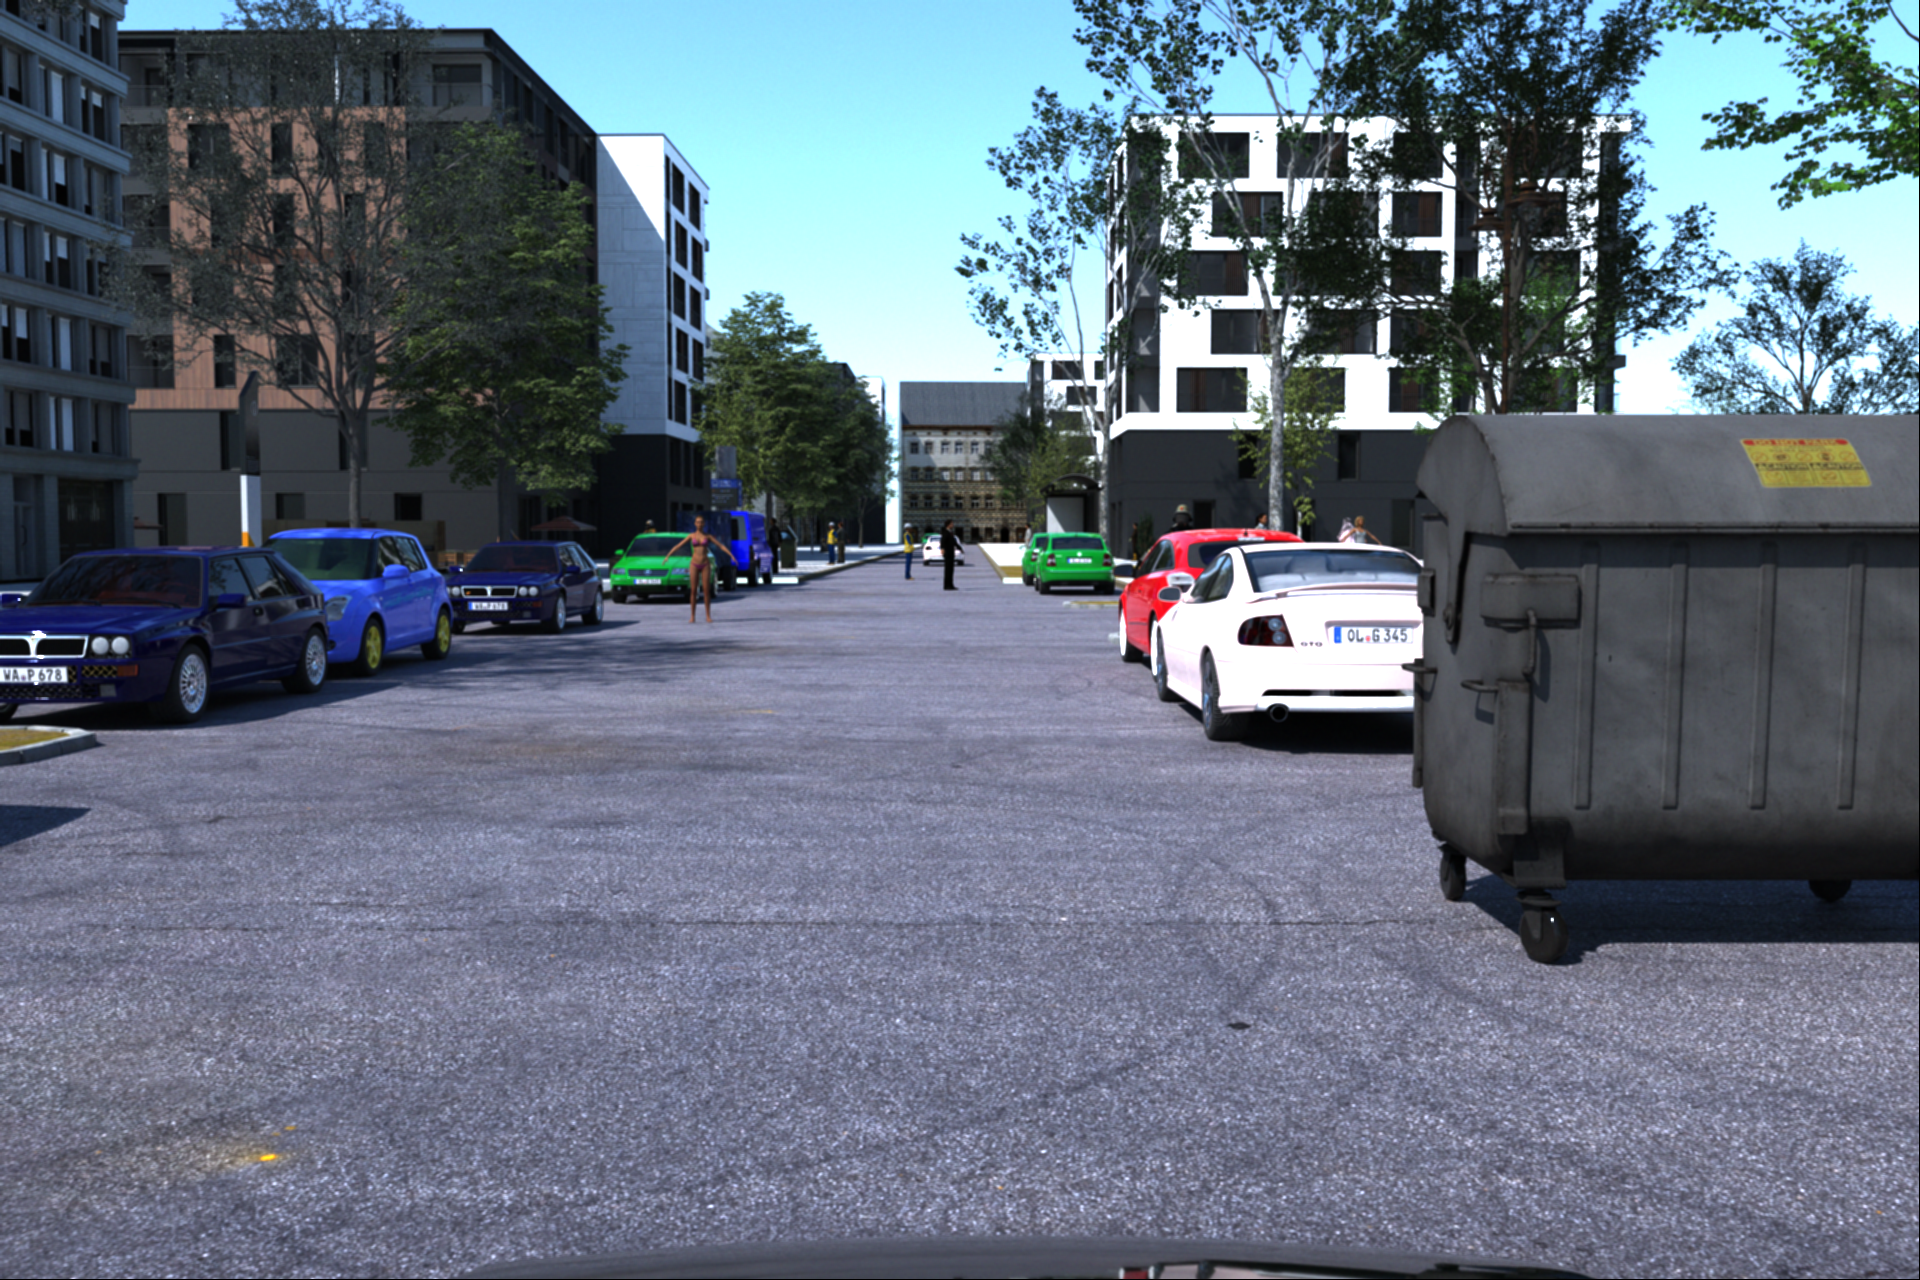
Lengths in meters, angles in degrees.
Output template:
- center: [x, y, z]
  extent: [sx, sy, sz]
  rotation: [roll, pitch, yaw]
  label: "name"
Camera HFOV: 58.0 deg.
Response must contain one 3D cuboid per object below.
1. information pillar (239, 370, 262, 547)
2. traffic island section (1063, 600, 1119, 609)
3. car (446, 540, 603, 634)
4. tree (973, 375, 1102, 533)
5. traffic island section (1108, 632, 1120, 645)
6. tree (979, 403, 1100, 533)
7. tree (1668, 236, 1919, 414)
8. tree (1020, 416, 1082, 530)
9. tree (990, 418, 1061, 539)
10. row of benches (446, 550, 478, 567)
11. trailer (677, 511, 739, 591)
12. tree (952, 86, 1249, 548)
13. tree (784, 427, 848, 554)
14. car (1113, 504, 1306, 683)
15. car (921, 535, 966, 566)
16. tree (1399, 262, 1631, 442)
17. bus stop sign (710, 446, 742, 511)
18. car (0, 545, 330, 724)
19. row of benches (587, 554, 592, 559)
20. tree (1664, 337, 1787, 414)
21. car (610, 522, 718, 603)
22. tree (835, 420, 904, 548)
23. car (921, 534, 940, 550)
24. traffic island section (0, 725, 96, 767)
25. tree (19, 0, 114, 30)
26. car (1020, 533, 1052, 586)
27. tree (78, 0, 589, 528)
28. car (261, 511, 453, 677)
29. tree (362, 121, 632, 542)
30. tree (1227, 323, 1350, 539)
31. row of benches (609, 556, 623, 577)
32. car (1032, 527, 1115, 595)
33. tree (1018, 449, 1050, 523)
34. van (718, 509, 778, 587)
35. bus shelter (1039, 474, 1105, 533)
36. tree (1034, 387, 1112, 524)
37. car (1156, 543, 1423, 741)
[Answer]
- center: [-10.061, -2.033, 24.594]
  extent: [0.183, 3.616, 0.504]
  rotation: [0, 4, 1]
  label: "information pillar"
- center: [3.037, -0.687, 34.097]
  extent: [1.991, 0.108, 1.994]
  rotation: [0, 3, 0]
  label: "traffic island section"
- center: [-6.569, -0.828, 26.110]
  extent: [1.945, 1.354, 3.894]
  rotation: [0, 4, 1]
  label: "car"
- center: [6.179, -13.693, 134.254]
  extent: [12.009, 13.543, 11.850]
  rotation: [0, 3, 0]
  label: "tree"
- center: [2.992, -0.010, 23.022]
  extent: [1.991, 0.108, 1.994]
  rotation: [0, 3, 0]
  label: "traffic island section"
- center: [5.861, -11.532, 122.968]
  extent: [8.767, 10.594, 7.601]
  rotation: [-1, 4, -18]
  label: "tree"
- center: [26.804, -7.299, 53.744]
  extent: [8.767, 10.594, 7.601]
  rotation: [0, 4, 3]
  label: "tree"
- center: [5.848, -9.684, 108.693]
  extent: [4.737, 8.622, 4.395]
  rotation: [0, 3, 0]
  label: "tree"
- center: [6.417, -13.920, 153.349]
  extent: [9.928, 11.665, 9.643]
  rotation: [0, 3, 0]
  label: "tree"
- center: [-18.904, -3.214, 68.014]
  extent: [4.104, 0.672, 1.422]
  rotation: [1, 4, 22]
  label: "row of benches"
- center: [-6.438, -2.204, 43.082]
  extent: [1.471, 1.999, 3.904]
  rotation: [0, 4, 0]
  label: "trailer"
- center: [5.673, -13.290, 73.187]
  extent: [12.611, 20.169, 13.585]
  rotation: [0, 3, 0]
  label: "tree"
- center: [-9.335, -9.767, 110.054]
  extent: [4.737, 8.622, 4.395]
  rotation: [0, 3, 0]
  label: "tree"
- center: [2.723, -0.554, 18.105]
  extent: [2.155, 1.783, 4.494]
  rotation: [0, 4, -1]
  label: "car"
- center: [-0.760, -4.102, 79.422]
  extent: [2.083, 1.381, 4.827]
  rotation: [0, 4, -1]
  label: "car"
- center: [20.416, -8.469, 64.217]
  extent: [9.928, 11.665, 9.643]
  rotation: [0, 3, 0]
  label: "tree"
- center: [-6.999, -3.845, 51.880]
  extent: [0.837, 3.901, 0.837]
  rotation: [0, 4, 1]
  label: "bus stop sign"
- center: [-6.650, -0.105, 14.295]
  extent: [1.945, 1.354, 3.894]
  rotation: [0, 4, 0]
  label: "car"
- center: [-11.809, -2.322, 53.423]
  extent: [1.422, 0.672, 4.104]
  rotation: [0, 4, -7]
  label: "row of benches"
- center: [28.262, -7.036, 65.396]
  extent: [4.360, 8.622, 3.978]
  rotation: [0, 3, 0]
  label: "tree"
- center: [-6.318, -1.741, 37.263]
  extent: [1.959, 1.807, 4.718]
  rotation: [0, 4, 0]
  label: "car"
- center: [-8.924, -14.113, 156.501]
  extent: [9.928, 11.665, 9.643]
  rotation: [0, 3, 0]
  label: "tree"
- center: [-2.487, -8.946, 155.059]
  extent: [1.959, 1.807, 4.718]
  rotation: [0, 3, 0]
  label: "car"
- center: [-6.823, 0.713, 11.206]
  extent: [1.991, 0.108, 1.994]
  rotation: [0, 4, 1]
  label: "traffic island section"
- center: [-12.346, -6.320, 13.710]
  extent: [12.009, 13.543, 11.850]
  rotation: [0, 3, 0]
  label: "tree"
- center: [2.695, -2.478, 49.317]
  extent: [1.959, 1.807, 4.718]
  rotation: [0, 4, 0]
  label: "car"
- center: [-12.884, -7.716, 36.531]
  extent: [12.009, 13.543, 11.850]
  rotation: [0, 3, 0]
  label: "tree"
- center: [-6.723, -0.545, 18.510]
  extent: [1.945, 1.707, 3.694]
  rotation: [0, 3, 0]
  label: "car"
- center: [-13.260, -7.988, 48.730]
  extent: [7.486, 12.596, 7.792]
  rotation: [0, 3, 0]
  label: "tree"
- center: [11.434, -6.652, 59.122]
  extent: [4.737, 8.622, 4.395]
  rotation: [0, 3, 0]
  label: "tree"
- center: [-10.153, -2.317, 53.341]
  extent: [1.422, 0.672, 4.104]
  rotation: [0, 4, -1]
  label: "row of benches"
- center: [2.757, -2.046, 42.255]
  extent: [1.959, 1.807, 4.718]
  rotation: [0, 3, 0]
  label: "car"
- center: [6.857, -11.862, 144.301]
  extent: [4.360, 8.622, 3.978]
  rotation: [0, 3, 0]
  label: "tree"
- center: [-6.408, -2.704, 48.590]
  extent: [2.240, 2.365, 5.245]
  rotation: [0, 4, 0]
  label: "van"
- center: [3.872, -4.085, 60.711]
  extent: [2.014, 3.302, 5.546]
  rotation: [0, 4, 0]
  label: "bus shelter"
- center: [5.725, -8.323, 86.443]
  extent: [4.360, 8.622, 3.978]
  rotation: [0, 3, 0]
  label: "tree"
- center: [2.632, -0.063, 13.387]
  extent: [2.083, 1.381, 4.827]
  rotation: [0, 4, 0]
  label: "car"
